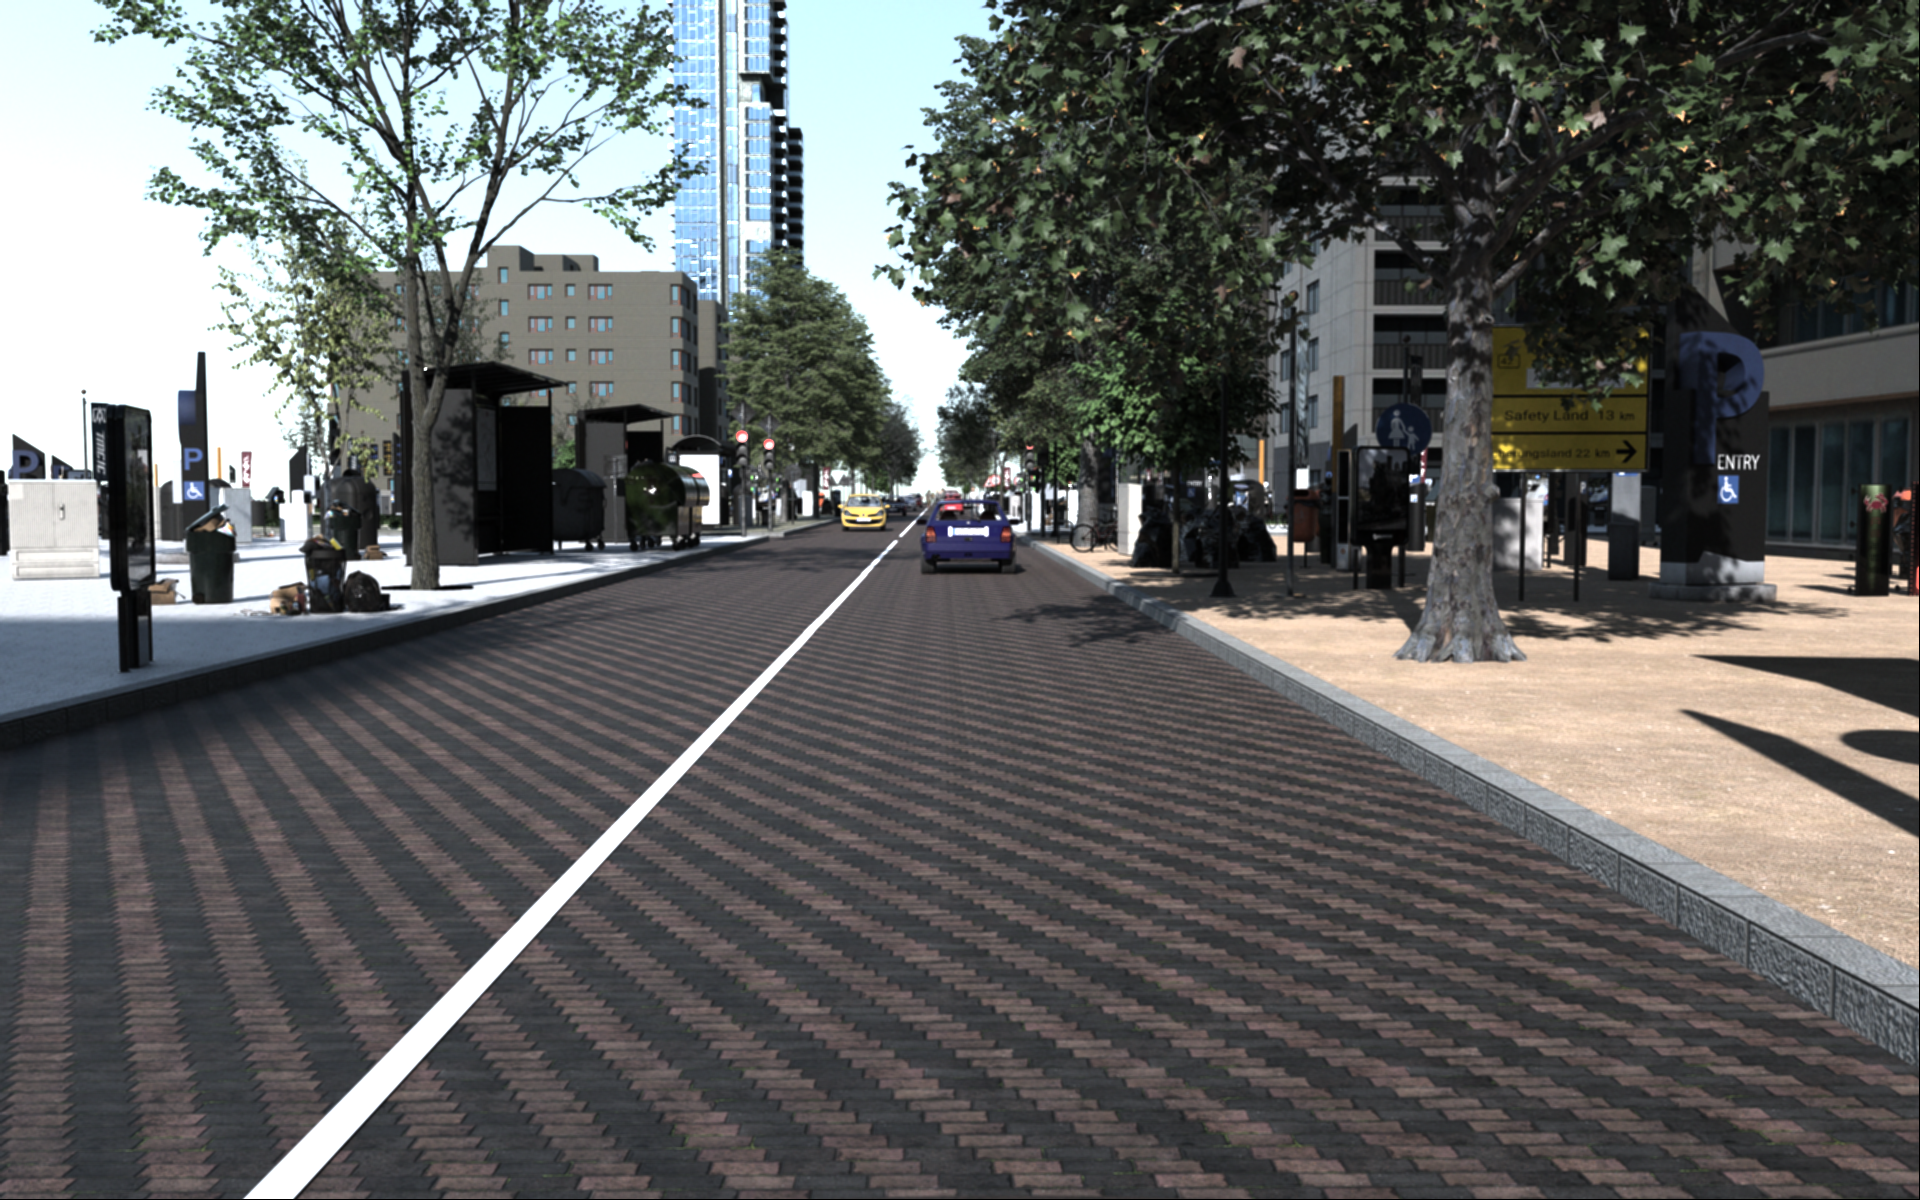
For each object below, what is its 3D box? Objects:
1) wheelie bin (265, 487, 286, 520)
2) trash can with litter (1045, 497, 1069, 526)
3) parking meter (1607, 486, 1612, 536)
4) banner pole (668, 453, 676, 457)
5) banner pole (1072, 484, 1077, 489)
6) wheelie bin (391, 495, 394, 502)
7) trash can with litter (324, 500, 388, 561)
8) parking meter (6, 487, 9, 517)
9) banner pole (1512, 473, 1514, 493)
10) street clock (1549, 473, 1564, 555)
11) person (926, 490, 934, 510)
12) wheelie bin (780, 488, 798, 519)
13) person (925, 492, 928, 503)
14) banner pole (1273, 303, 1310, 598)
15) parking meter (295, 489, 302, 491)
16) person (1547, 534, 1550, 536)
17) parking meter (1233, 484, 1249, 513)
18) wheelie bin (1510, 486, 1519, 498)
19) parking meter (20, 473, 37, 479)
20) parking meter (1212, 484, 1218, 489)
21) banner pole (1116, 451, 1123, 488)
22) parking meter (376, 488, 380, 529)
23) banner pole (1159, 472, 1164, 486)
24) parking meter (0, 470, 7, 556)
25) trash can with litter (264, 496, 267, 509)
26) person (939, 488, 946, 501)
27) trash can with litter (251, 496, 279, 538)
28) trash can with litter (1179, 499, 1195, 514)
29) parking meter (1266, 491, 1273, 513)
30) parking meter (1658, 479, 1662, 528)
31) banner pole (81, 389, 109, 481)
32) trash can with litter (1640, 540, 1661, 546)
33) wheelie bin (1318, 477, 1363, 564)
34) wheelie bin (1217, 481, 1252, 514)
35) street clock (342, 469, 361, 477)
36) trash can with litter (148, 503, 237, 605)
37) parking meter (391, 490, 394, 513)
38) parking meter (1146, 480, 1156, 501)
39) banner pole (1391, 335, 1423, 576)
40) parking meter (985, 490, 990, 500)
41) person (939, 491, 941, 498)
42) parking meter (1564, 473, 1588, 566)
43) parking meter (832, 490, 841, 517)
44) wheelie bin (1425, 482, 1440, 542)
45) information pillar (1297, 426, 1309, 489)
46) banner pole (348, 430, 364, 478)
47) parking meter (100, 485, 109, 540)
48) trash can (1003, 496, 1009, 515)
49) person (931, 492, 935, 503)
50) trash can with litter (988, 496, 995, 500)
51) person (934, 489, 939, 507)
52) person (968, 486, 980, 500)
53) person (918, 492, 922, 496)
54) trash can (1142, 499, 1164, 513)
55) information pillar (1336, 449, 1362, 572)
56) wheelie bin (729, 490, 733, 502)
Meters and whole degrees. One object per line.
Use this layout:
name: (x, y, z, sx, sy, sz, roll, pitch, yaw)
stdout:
wheelie bin: (-28.724, -3.964, 72.716, 0.693, 1.594, 0.980, -3, 5, -45)
trash can with litter: (3.850, -3.618, 70.547, 1.055, 1.170, 0.624, -1, 4, -22)
parking meter: (19.822, -2.697, 52.508, 0.372, 1.533, 0.369, 0, 3, 0)
banner pole: (-15.387, -6.339, 93.665, 0.863, 3.779, 0.401, -2, 4, -32)
banner pole: (7.077, -7.238, 108.354, 0.863, 3.779, 0.401, -3, 5, -44)
wheelie bin: (-27.062, -4.657, 84.043, 0.980, 1.594, 0.693, -2, 4, -30)
trash can with litter: (-11.685, -1.353, 33.517, 0.624, 1.170, 1.055, 3, 5, 43)
parking meter: (-27.726, -2.570, 50.427, 0.372, 1.533, 0.369, 0, 3, 0)
banner pole: (22.529, -4.926, 70.563, 0.401, 3.779, 0.863, 1, 4, 20)
street clock: (12.550, -1.955, 36.541, 0.358, 2.002, 0.471, 1, 4, 12)
person: (-2.819, -9.290, 160.390, 0.705, 1.824, 1.348, 2, 4, 30)
wheelie bin: (-8.702, -4.880, 87.702, 0.980, 1.594, 0.693, -3, 5, -40)
person: (-5.392, -16.809, 283.416, 1.350, 1.814, 0.705, -2, 4, -31)
banner pole: (4.129, -1.906, 21.187, 0.401, 3.779, 0.863, 0, 4, -7)
parking meter: (-34.959, -5.083, 91.516, 0.372, 1.533, 0.369, 0, 3, 0)
person: (18.653, -2.742, 55.140, 0.589, 1.601, 0.330, -2, 4, -28)
parking meter: (6.841, -2.064, 42.161, 0.372, 1.533, 0.369, 0, 3, 0)
wheelie bin: (32.510, -5.658, 100.411, 0.980, 1.594, 0.693, -3, 4, -37)
parking meter: (-25.568, -2.562, 47.596, 0.255, 1.863, 0.399, 2, 4, 26)
parking meter: (14.800, -5.804, 100.612, 0.399, 1.863, 0.255, 1, 4, 23)
banner pole: (8.212, -6.086, 89.518, 0.863, 3.779, 0.401, -3, 5, -43)
parking meter: (-21.414, -3.361, 63.355, 0.372, 1.533, 0.369, 0, 3, 0)
banner pole: (11.830, -6.846, 101.941, 0.401, 3.779, 0.863, 2, 4, 30)
parking meter: (-20.043, -1.852, 35.985, 0.399, 1.863, 0.255, 0, 4, -3)
trash can with litter: (-40.096, -5.488, 101.111, 1.055, 1.170, 0.624, 1, 4, 23)
person: (-1.166, -5.803, 103.651, 0.573, 1.790, 0.520, 2, 4, 23)
trash can with litter: (-21.269, -2.467, 51.393, 2.233, 1.210, 1.678, 0, 4, -5)
trash can with litter: (11.014, -4.515, 85.208, 0.624, 1.170, 1.055, 3, 5, 40)
parking meter: (18.025, -5.651, 100.798, 0.372, 1.533, 0.369, 0, 3, 0)
parking meter: (26.752, -3.671, 65.729, 0.255, 1.863, 0.399, -2, 4, -33)
banner pole: (-20.757, -3.153, 41.571, 0.401, 3.779, 0.863, 2, 4, 32)
trash can with litter: (17.600, -1.940, 42.775, 2.233, 1.210, 1.678, 2, 4, 24)
wheelie bin: (6.996, -1.461, 31.791, 0.980, 1.594, 0.693, 3, 5, 43)
wheelie bin: (6.891, -2.182, 43.576, 0.980, 1.594, 0.693, 3, 5, 43)
street clock: (-17.608, -2.789, 50.174, 0.471, 2.002, 0.358, 1, 4, 13)
trash can with litter: (-8.987, -0.538, 20.186, 1.055, 1.170, 0.624, -1, 4, -21)
parking meter: (-30.837, -5.266, 94.511, 0.372, 1.533, 0.369, 0, 3, 0)
parking meter: (8.133, -4.164, 73.791, 0.399, 1.863, 0.255, -2, 4, -25)
banner pole: (7.151, -2.291, 27.478, 0.401, 3.779, 0.863, 3, 4, 38)
parking meter: (1.848, -6.648, 117.109, 0.372, 1.533, 0.369, 0, 3, 0)
person: (-2.392, -11.794, 201.862, 0.617, 1.759, 0.750, 3, 4, 37)
parking meter: (10.958, -1.534, 30.795, 0.399, 1.863, 0.255, -3, 5, -40)
parking meter: (-6.886, -5.449, 97.495, 0.372, 1.533, 0.369, 0, 3, 0)
wheelie bin: (12.749, -2.327, 45.952, 0.693, 1.594, 0.980, -1, 4, -12)
information pillar: (9.899, -3.589, 50.043, 0.504, 3.616, 0.183, -3, 5, -43)
banner pole: (-23.583, -4.759, 67.822, 0.401, 3.779, 0.863, 3, 4, 37)
parking meter: (-23.973, -2.466, 48.732, 0.372, 1.533, 0.369, 0, 3, 0)
trash can: (2.912, -5.922, 108.478, 0.748, 1.137, 0.748, 0, 3, 0)
person: (-4.551, -17.206, 289.919, 1.348, 1.812, 0.705, 0, 4, -2)
trash can with litter: (2.245, -6.009, 109.638, 1.055, 1.170, 0.624, 3, 5, 43)
person: (-1.795, -7.576, 132.544, 0.526, 1.800, 0.537, -2, 4, -23)
person: (0.744, -4.931, 88.960, 0.661, 1.843, 0.795, 2, 4, 25)
person: (-6.368, -15.762, 266.943, 1.217, 1.736, 0.721, 0, 4, -7)
trash can: (5.288, -2.201, 47.641, 0.748, 1.137, 0.748, 0, 3, 0)
information pillar: (6.448, -1.478, 28.654, 0.304, 2.012, 0.304, -2, 4, -33)
wheelie bin: (-16.239, -6.851, 119.914, 0.980, 1.594, 0.693, -2, 4, -29)
